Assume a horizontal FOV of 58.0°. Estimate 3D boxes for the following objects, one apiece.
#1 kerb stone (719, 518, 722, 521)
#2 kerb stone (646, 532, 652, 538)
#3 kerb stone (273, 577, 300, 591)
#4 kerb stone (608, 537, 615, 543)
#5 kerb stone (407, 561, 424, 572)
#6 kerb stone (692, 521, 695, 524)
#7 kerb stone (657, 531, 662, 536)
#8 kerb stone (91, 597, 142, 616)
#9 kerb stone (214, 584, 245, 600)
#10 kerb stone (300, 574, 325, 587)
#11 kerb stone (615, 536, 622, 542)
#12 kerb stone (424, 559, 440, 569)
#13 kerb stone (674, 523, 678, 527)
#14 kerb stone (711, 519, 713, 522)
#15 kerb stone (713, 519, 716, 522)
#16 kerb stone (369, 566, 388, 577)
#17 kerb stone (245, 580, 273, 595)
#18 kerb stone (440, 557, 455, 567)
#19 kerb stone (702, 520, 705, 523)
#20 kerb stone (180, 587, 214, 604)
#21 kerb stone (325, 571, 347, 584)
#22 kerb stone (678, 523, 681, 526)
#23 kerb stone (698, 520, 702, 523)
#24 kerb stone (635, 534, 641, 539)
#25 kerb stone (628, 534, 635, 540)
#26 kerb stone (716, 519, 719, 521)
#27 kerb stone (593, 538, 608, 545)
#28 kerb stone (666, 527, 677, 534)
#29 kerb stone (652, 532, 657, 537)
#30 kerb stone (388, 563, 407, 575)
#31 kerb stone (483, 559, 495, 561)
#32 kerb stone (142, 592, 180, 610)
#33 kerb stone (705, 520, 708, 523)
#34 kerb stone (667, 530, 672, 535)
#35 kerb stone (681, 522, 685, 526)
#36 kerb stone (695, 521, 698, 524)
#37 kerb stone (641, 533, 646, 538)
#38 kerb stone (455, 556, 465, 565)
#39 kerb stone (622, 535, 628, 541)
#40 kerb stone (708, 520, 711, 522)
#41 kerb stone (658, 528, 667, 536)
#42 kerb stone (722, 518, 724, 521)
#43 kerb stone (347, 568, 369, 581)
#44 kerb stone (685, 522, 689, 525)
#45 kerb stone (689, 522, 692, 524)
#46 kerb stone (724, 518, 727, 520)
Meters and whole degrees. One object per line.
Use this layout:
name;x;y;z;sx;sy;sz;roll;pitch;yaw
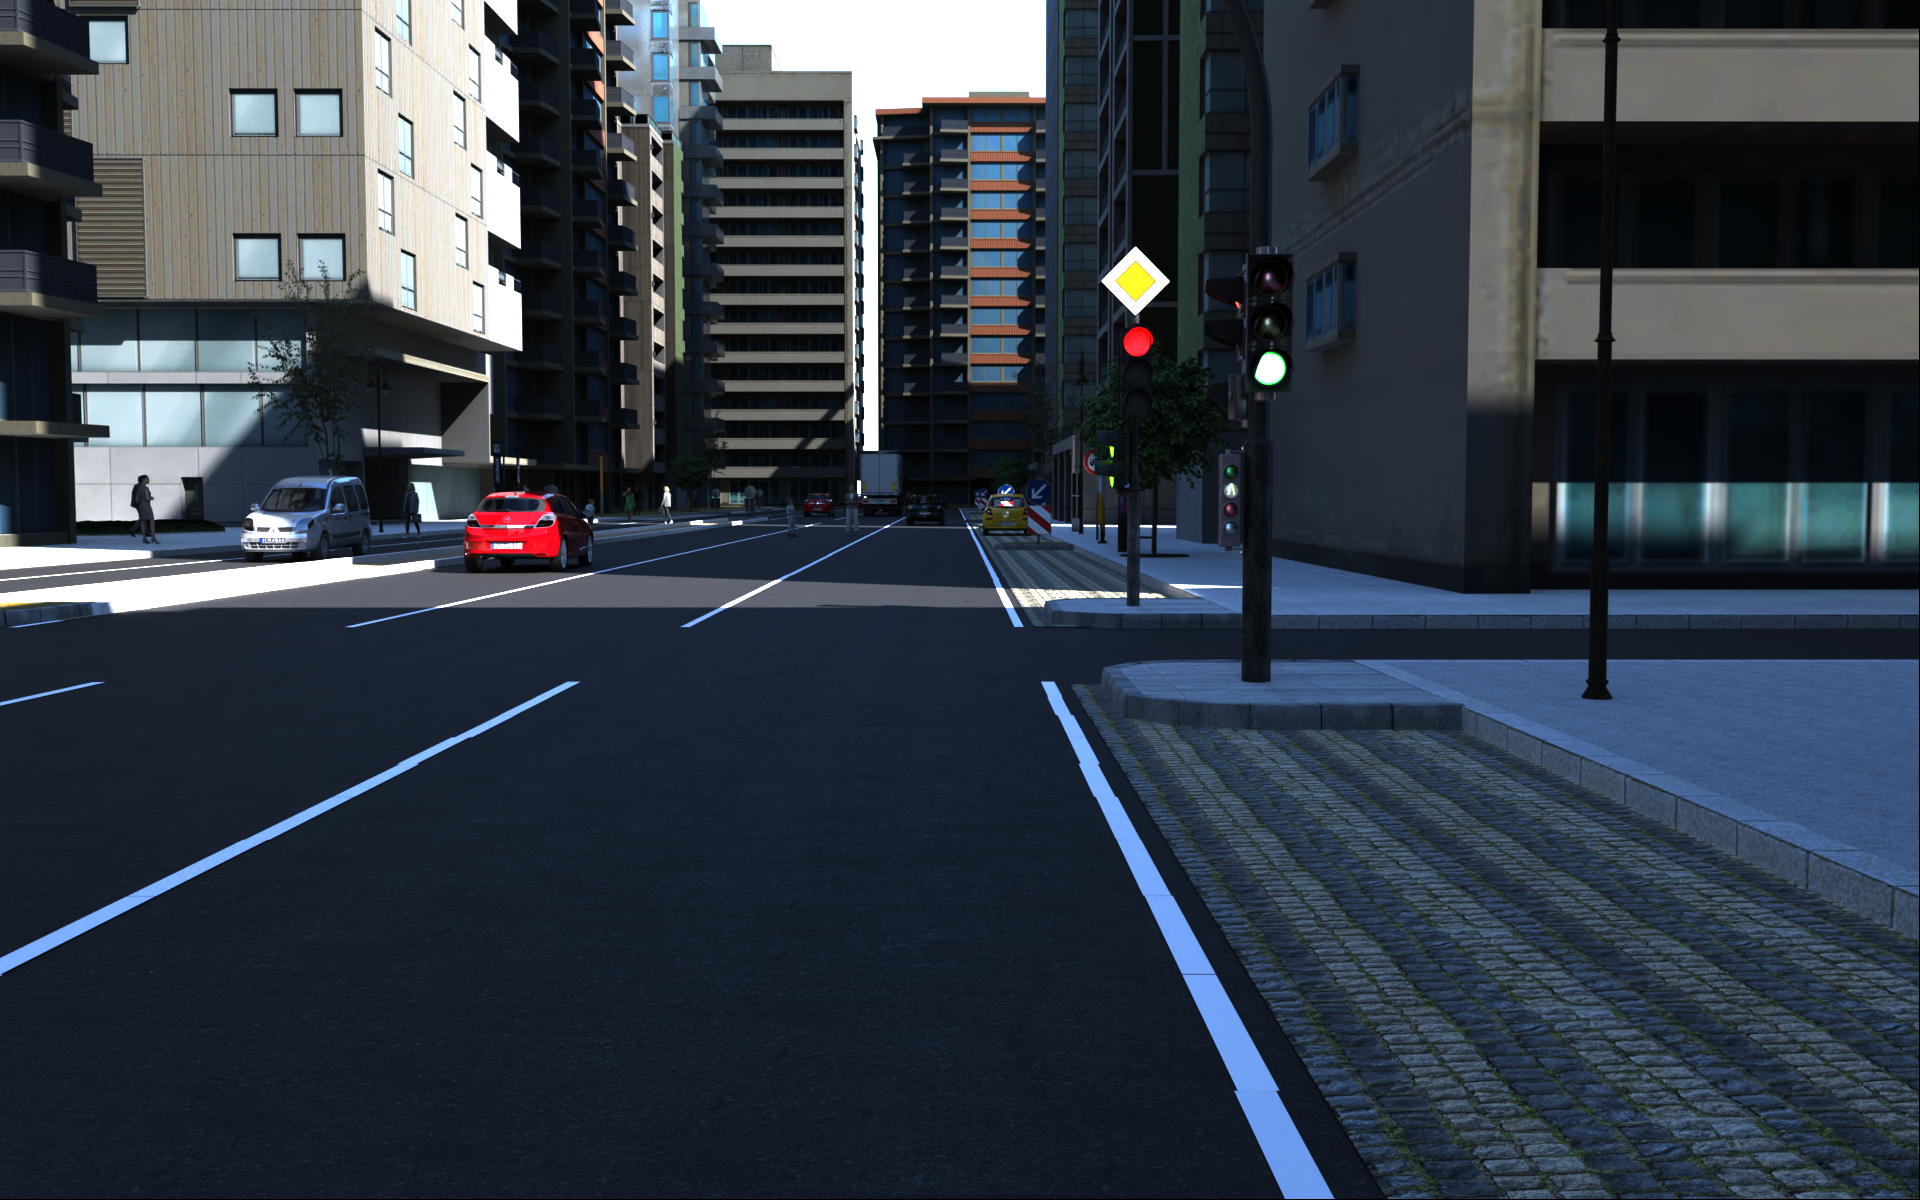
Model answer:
kerb stone;-12.582;-4.118;89.584;0.120;0.150;1.000;0;4;0
kerb stone;-10.332;-2.116;56.786;0.120;0.150;1.000;0;4;0
kerb stone;-10.198;-0.234;26.024;0.120;0.150;1.000;0;4;0
kerb stone;-10.307;-1.740;50.646;0.120;0.150;1.000;0;4;0
kerb stone;-10.219;-0.610;32.185;0.120;0.150;1.000;0;4;0
kerb stone;-12.536;-3.558;80.363;0.120;0.150;1.000;0;4;0
kerb stone;-10.339;-2.241;58.848;0.120;0.150;1.000;0;4;0
kerb stone;-10.187;0.080;20.880;0.120;0.150;1.000;0;4;0
kerb stone;-10.192;-0.108;23.966;0.120;0.150;1.000;0;4;0
kerb stone;-10.204;-0.297;27.052;0.120;0.150;1.000;0;4;0
kerb stone;-10.311;-1.795;51.670;0.120;0.150;1.000;0;4;0
kerb stone;-10.240;-0.671;33.214;0.120;0.150;1.000;0;4;0
kerb stone;-12.513;-3.243;75.237;0.120;0.150;1.000;0;4;0
kerb stone;-12.575;-3.932;86.511;0.120;0.150;1.000;0;4;0
kerb stone;-12.568;-3.988;87.534;0.120;0.150;1.000;0;4;0
kerb stone;-10.217;-0.480;30.132;0.120;0.150;1.000;0;4;0
kerb stone;-10.200;-0.171;24.988;0.120;0.150;1.000;0;4;0
kerb stone;-10.237;-0.733;34.237;0.120;0.150;1.000;0;4;0
kerb stone;-12.555;-3.746;83.437;0.120;0.150;1.000;0;4;0
kerb stone;-10.182;-0.045;22.935;0.120;0.150;1.000;0;4;0
kerb stone;-10.211;-0.355;28.088;0.120;0.150;1.000;0;4;0
kerb stone;-12.514;-3.304;76.265;0.120;0.150;1.000;0;4;0
kerb stone;-12.546;-3.683;82.414;0.120;0.150;1.000;0;4;0
kerb stone;-10.327;-1.991;54.740;0.120;0.150;1.000;0;4;0
kerb stone;-10.315;-1.924;53.718;0.120;0.150;1.000;0;4;0
kerb stone;-12.567;-4.059;88.556;0.120;0.150;1.000;0;4;0
kerb stone;-10.306;-1.678;49.624;0.120;0.150;1.000;0;4;0
kerb stone;-10.360;-2.429;61.917;0.120;0.150;1.000;0;4;0
kerb stone;-10.349;-2.179;57.820;0.120;0.150;1.000;0;4;0
kerb stone;-10.214;-0.548;31.163;0.120;0.150;1.000;0;4;0
kerb stone;-10.247;-0.921;37.313;0.120;0.150;1.000;0;4;0
kerb stone;-10.179;0.020;21.903;0.120;0.150;1.000;0;4;0
kerb stone;-12.551;-3.808;84.459;0.120;0.150;1.000;0;4;0
kerb stone;-10.349;-2.367;60.895;0.120;0.150;1.000;0;4;0
kerb stone;-12.531;-3.370;77.289;0.120;0.150;1.000;0;4;0
kerb stone;-12.548;-3.614;81.386;0.120;0.150;1.000;0;4;0
kerb stone;-10.331;-2.053;55.762;0.120;0.150;1.000;0;4;0
kerb stone;-10.242;-0.796;35.264;0.120;0.150;1.000;0;4;0
kerb stone;-10.320;-1.865;52.692;0.120;0.150;1.000;0;4;0
kerb stone;-12.561;-3.871;85.482;0.120;0.150;1.000;0;4;0
kerb stone;-10.348;-2.301;59.873;0.120;0.150;1.000;0;4;0
kerb stone;-12.585;-4.182;90.617;0.120;0.150;1.000;0;4;0
kerb stone;-10.213;-0.415;29.110;0.120;0.150;1.000;0;4;0
kerb stone;-12.526;-3.432;78.314;0.120;0.150;1.000;0;4;0
kerb stone;-12.535;-3.495;79.341;0.120;0.150;1.000;0;4;0
kerb stone;-12.590;-4.247;91.640;0.120;0.150;1.000;0;4;0
